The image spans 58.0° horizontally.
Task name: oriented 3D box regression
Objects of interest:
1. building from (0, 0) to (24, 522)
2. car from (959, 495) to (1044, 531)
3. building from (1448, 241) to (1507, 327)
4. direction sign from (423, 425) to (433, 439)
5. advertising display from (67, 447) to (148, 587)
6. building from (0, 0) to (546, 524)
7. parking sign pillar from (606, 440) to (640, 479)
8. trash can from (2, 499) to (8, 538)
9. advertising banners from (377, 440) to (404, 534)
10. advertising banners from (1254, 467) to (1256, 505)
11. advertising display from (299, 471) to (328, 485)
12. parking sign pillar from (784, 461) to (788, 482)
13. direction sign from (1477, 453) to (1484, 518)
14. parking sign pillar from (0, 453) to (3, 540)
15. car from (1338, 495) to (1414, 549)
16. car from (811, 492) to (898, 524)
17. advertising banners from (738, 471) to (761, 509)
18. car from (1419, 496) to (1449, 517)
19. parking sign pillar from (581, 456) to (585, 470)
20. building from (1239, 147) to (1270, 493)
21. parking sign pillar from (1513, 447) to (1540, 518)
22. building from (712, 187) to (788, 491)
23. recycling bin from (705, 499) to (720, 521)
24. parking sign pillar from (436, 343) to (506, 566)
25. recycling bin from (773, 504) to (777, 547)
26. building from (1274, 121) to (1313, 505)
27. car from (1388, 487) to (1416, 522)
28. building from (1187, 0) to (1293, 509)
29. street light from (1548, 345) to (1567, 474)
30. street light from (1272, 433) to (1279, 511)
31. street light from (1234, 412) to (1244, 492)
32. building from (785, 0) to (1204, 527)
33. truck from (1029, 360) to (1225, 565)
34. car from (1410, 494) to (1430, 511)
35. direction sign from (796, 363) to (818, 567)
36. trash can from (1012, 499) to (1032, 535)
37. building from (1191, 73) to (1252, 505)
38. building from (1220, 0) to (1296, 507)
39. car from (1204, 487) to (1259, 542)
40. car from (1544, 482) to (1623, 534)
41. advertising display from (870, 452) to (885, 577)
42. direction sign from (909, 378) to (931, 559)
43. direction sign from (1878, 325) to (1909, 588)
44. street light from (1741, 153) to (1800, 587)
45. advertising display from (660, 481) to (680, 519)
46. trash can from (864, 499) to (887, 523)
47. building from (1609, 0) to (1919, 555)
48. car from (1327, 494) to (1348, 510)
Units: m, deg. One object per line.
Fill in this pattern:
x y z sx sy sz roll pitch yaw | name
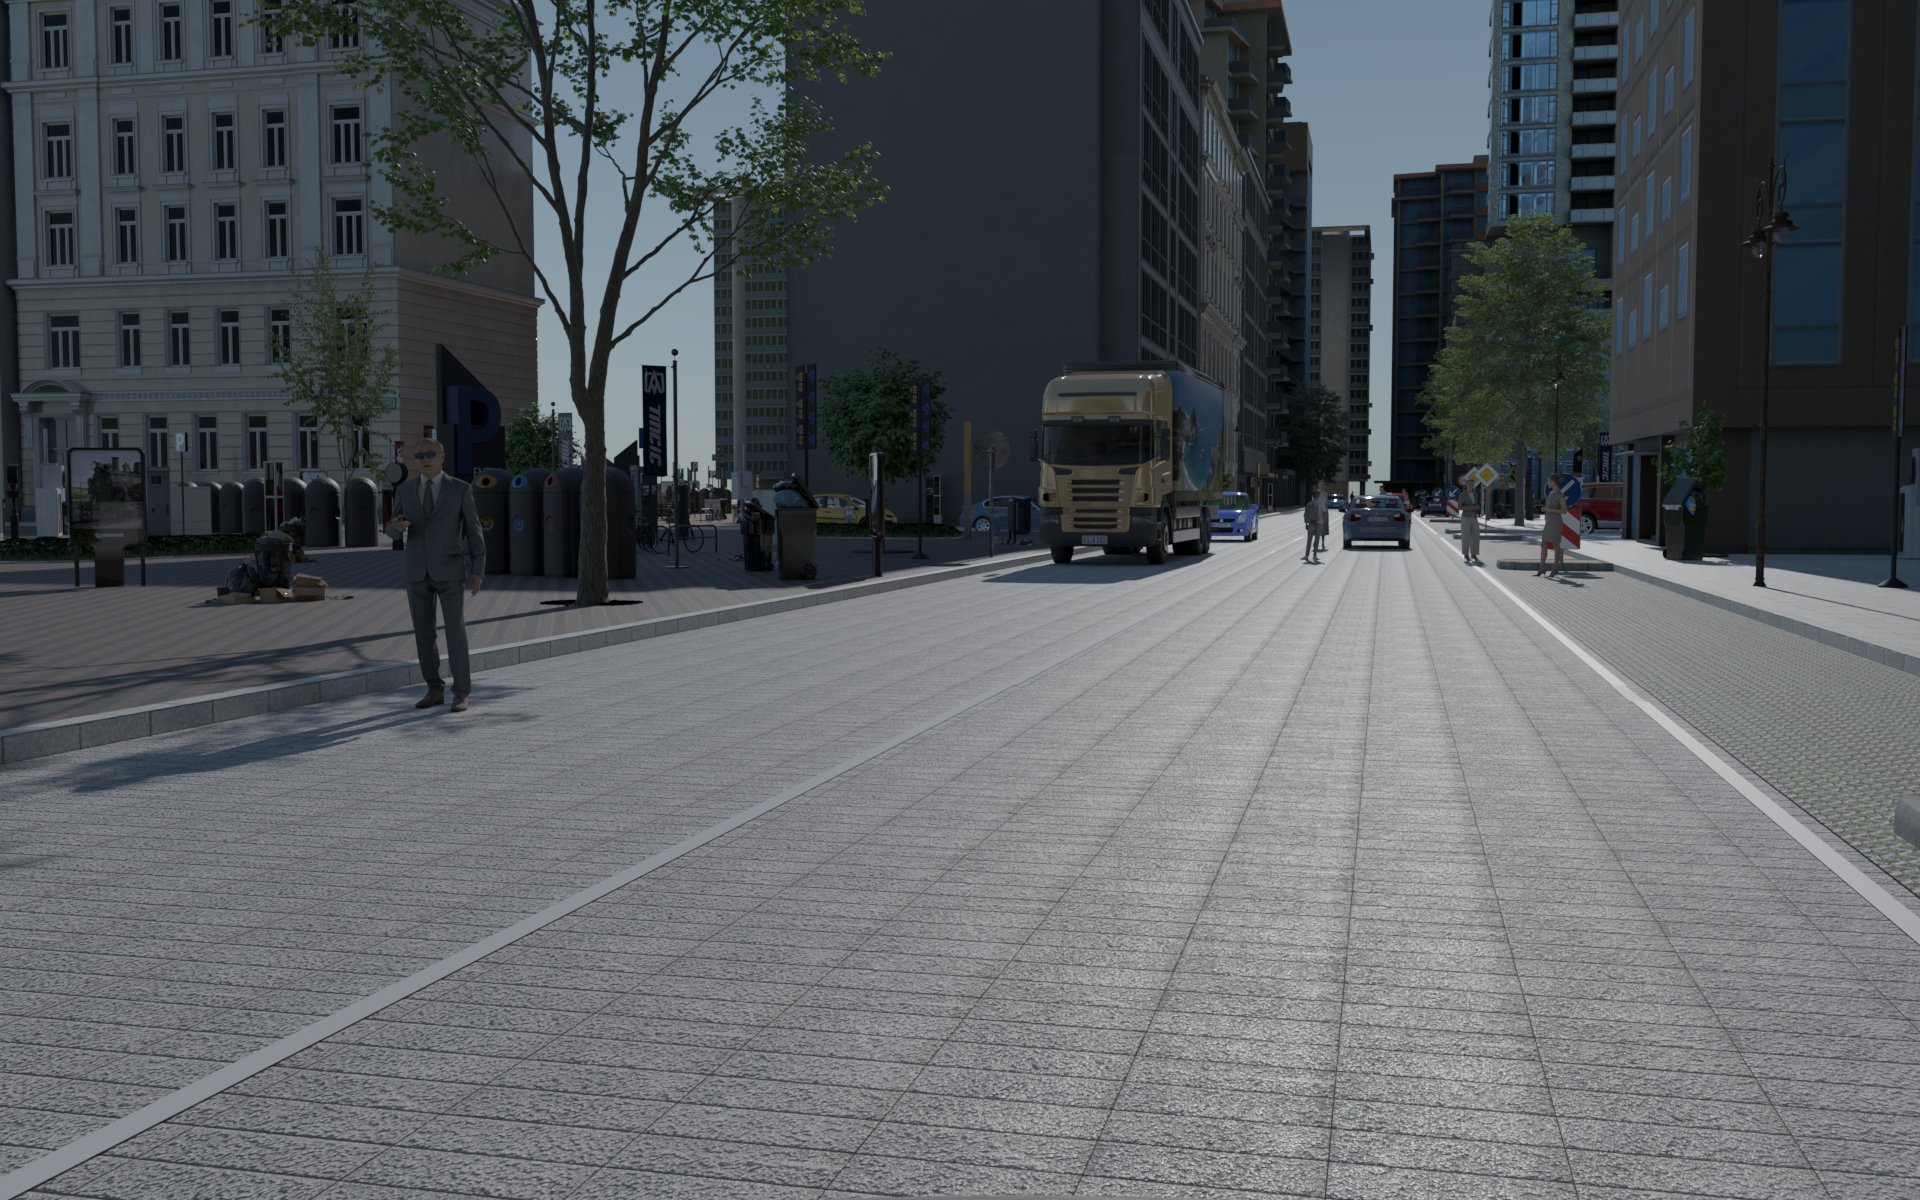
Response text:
-51.514 -16.389 85.984 19.932 24.808 12.078 1 4 14 | building
2.241 -3.049 61.861 4.499 1.417 2.014 1 4 14 | car
63.056 -26.110 198.597 14.160 30.474 14.107 1 4 14 | building
-17.322 -3.995 57.323 0.379 3.537 0.876 3 5 44 | direction sign
-11.797 -1.148 23.989 0.974 1.923 0.123 -1 4 -13 | advertising display
-31.888 -18.099 81.824 20.117 28.700 13.634 1 4 14 | building
-16.575 -5.984 86.315 1.447 3.967 1.447 1 4 20 | parking sign pillar
-27.121 -2.258 48.578 0.748 1.137 0.748 0 3 0 | trash can
-18.475 -3.644 55.774 0.090 3.025 2.074 1 4 16 | advertising banners
17.285 -6.444 101.551 0.090 3.025 2.074 1 4 11 | advertising banners
-17.919 -2.620 48.055 0.123 1.923 0.974 1 4 22 | advertising display
-9.314 -6.688 97.824 1.447 3.967 1.447 -3 5 -44 | parking sign pillar
28.186 -6.235 93.941 0.379 3.537 0.876 0 4 -5 | direction sign
-20.383 -2.903 35.944 1.447 3.967 1.447 -1 4 -8 | parking sign pillar
11.242 -2.129 46.813 2.014 1.417 4.499 1 4 13 | car
-4.302 -3.316 64.444 3.980 1.641 2.015 1 4 15 | car
-15.996 -8.274 131.468 2.074 3.025 0.090 -3 4 -36 | advertising banners
29.450 -5.797 107.361 1.945 1.354 3.894 1 4 15 | car
-26.033 -8.042 119.953 1.447 3.967 1.447 -3 4 -36 | parking sign pillar
14.589 -20.379 126.696 14.314 27.812 24.014 1 4 14 | building
29.939 -6.301 91.500 1.447 3.967 1.447 1 4 17 | parking sign pillar
-15.024 -31.610 208.703 23.993 40.220 32.217 1 4 14 | building
-12.062 -4.395 84.405 0.722 1.027 0.722 -1 4 -10 | recycling bin
-8.889 -2.635 31.554 1.447 3.967 1.447 2 4 29 | parking sign pillar
-4.131 -1.819 42.300 0.722 1.027 0.722 1 4 10 | recycling bin
34.169 -33.994 205.907 14.200 45.320 14.600 1 4 14 | building
21.633 -4.737 86.486 2.155 1.783 4.494 1 4 16 | car
17.932 -30.603 154.981 22.147 44.769 28.867 1 4 14 | building
18.615 -4.970 54.053 0.468 5.910 1.993 1 4 14 | street light
23.279 -9.484 127.851 0.468 5.910 1.993 1 4 14 | street light
15.676 -7.632 97.577 0.468 5.910 1.993 1 4 14 | street light
2.712 -17.460 78.981 14.314 27.812 24.014 1 4 14 | building
3.990 -3.050 38.779 2.839 4.237 11.283 1 4 16 | truck
39.957 -8.563 149.798 2.009 1.686 4.222 1 4 14 | car
-2.700 -2.352 30.451 0.379 3.537 0.876 -2 4 -28 | direction sign
1.942 -2.639 54.803 0.748 1.137 0.748 0 3 0 | trash can
9.943 -18.667 102.463 12.463 27.353 25.104 1 4 14 | building
24.410 -45.311 179.083 20.563 71.187 20.611 1 4 14 | building
8.260 -2.685 53.496 1.945 1.707 3.694 1 4 14 | car
22.244 -2.994 57.621 5.304 1.827 2.281 1 4 16 | car
-1.300 -1.345 27.204 0.123 1.923 0.974 -1 4 -10 | advertising display
-0.789 -2.582 34.220 0.379 3.537 0.876 -2 4 -28 | direction sign
12.820 -1.938 23.689 0.379 3.537 0.876 1 4 20 | direction sign
11.120 -3.127 23.909 0.468 5.910 1.993 1 4 14 | street light
-14.342 -4.930 85.814 0.974 1.923 0.123 0 4 -2 | advertising display
-2.607 -2.545 53.257 0.748 1.137 0.748 0 3 0 | trash can
23.894 -23.888 40.678 14.600 45.320 14.200 1 4 14 | building
32.109 -8.320 148.040 2.014 1.417 4.499 1 4 12 | car
